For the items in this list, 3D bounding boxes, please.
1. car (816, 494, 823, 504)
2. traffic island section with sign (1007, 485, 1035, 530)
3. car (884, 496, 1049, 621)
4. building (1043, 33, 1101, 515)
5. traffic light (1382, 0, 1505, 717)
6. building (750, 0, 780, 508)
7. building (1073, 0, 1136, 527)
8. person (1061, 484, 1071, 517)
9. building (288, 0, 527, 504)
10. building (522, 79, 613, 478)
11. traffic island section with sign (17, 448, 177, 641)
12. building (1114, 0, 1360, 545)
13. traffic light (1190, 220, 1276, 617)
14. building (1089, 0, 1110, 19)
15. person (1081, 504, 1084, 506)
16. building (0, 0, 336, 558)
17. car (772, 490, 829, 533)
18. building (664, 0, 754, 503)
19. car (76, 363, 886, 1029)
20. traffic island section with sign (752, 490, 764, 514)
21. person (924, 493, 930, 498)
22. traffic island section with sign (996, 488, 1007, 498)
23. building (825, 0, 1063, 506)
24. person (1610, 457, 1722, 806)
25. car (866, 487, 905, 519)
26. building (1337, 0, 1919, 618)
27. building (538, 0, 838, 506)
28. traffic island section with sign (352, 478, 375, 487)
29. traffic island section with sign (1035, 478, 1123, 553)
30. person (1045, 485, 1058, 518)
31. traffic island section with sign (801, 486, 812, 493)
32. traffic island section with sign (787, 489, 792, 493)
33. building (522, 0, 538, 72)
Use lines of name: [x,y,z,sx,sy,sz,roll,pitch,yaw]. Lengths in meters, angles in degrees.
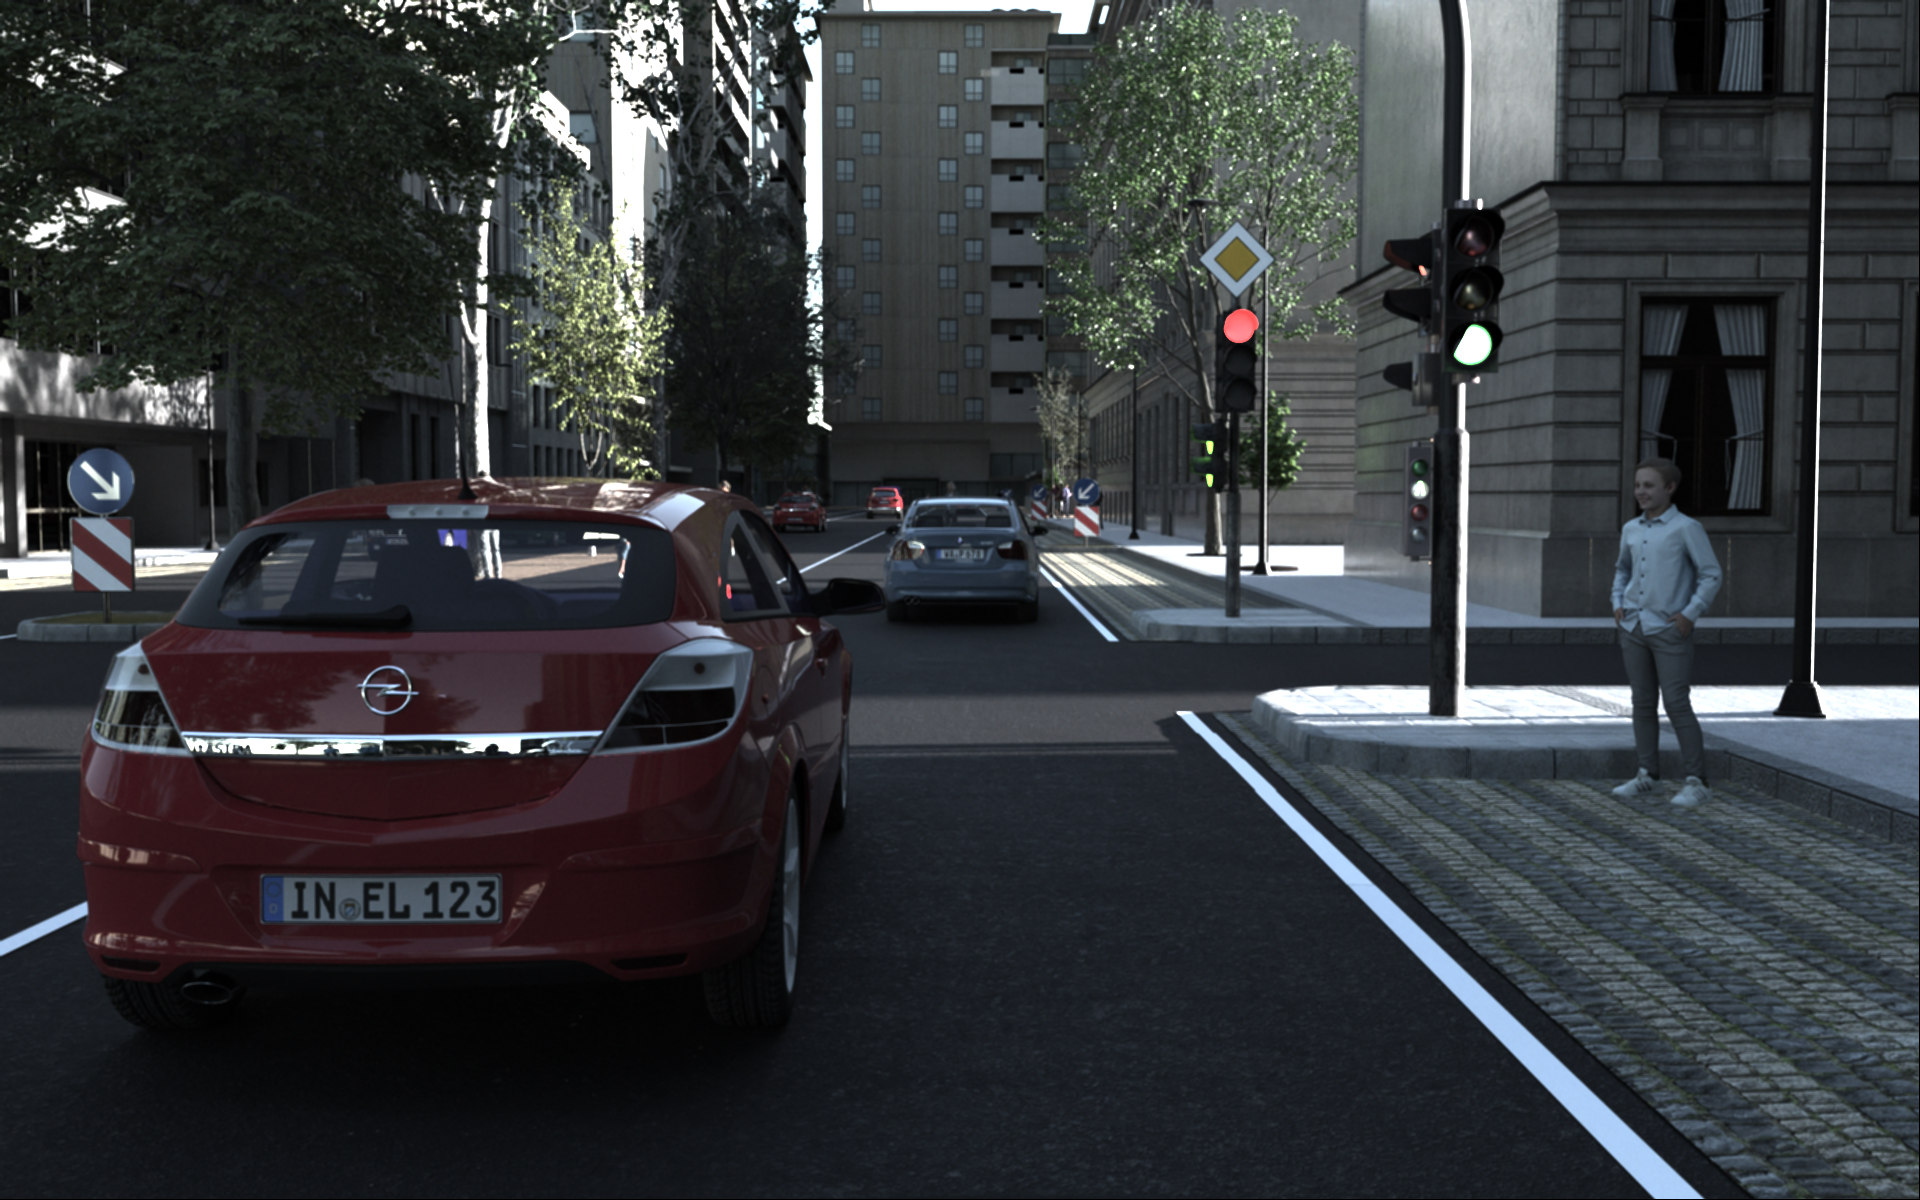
car: [-10.518,-6.646,120.465,2.131,1.459,4.920,0,4,1]
traffic island section with sign: [3.032,-3.731,69.629,1.989,1.847,2.006,0,4,0]
car: [0.067,-0.541,20.848,2.014,1.417,4.499,0,4,2]
building: [12.349,-20.851,112.610,14.160,30.474,14.107,0,4,0]
traffic light: [0.710,-2.151,9.841,4.771,5.953,1.251,0,4,0]
building: [-32.250,-32.884,157.257,30.456,49.044,23.786,0,4,0]
building: [14.012,-14.979,78.196,16.112,22.955,30.059,0,4,0]
person: [5.910,-5.491,95.682,0.709,1.838,0.599,3,5,43]
building: [-23.339,-14.719,58.683,12.078,24.808,19.932,0,4,0]
building: [-22.710,-13.686,78.520,10.420,20.320,16.860,0,4,0]
traffic island section with sign: [-8.483,-0.589,17.771,2.006,1.907,1.989,0,4,0]
building: [11.344,-13.242,52.657,11.583,22.565,21.152,0,4,0]
traffic light: [2.827,-1.776,17.961,0.839,4.253,0.868,0,4,0]
building: [21.694,-26.895,131.622,32.217,40.220,23.993,0,4,0]
person: [7.143,-5.740,100.423,0.617,1.759,0.750,1,4,14]
building: [-24.576,-13.123,33.624,14.314,24.678,30.058,0,4,0]
car: [-6.051,-3.451,65.460,2.155,1.783,4.494,0,4,-1]
building: [-27.688,-31.015,130.791,21.300,48.544,21.600,0,4,0]
car: [-1.353,0.178,6.134,2.155,1.783,4.494,0,4,-1]
traffic island section with sign: [-14.640,-6.824,120.206,1.989,1.847,2.006,0,4,0]
person: [-1.694,-4.830,90.067,0.523,1.515,0.503,-3,4,-38]
traffic island section with sign: [3.263,-8.450,146.784,1.989,1.847,2.006,0,4,0]
building: [-1.175,-36.785,190.666,27.495,52.752,28.713,0,4,0]
person: [3.276,0.133,8.144,0.330,1.601,0.589,-1,4,-21]
car: [-4.363,-5.618,100.526,2.281,1.827,5.304,0,4,-1]
building: [15.110,-9.629,22.060,19.286,19.102,10.561,0,4,0]
building: [-28.692,-36.814,191.143,27.495,52.752,28.713,0,4,0]
traffic island section with sign: [-14.875,-2.090,42.801,1.989,1.847,2.006,0,4,0]
traffic island section with sign: [2.948,-2.082,42.674,1.989,1.847,2.006,0,4,0]
person: [5.074,-5.379,94.534,0.990,1.755,0.434,1,4,22]
traffic island section with sign: [-8.262,-5.185,92.909,2.006,1.907,1.989,0,4,0]
traffic island section with sign: [-14.545,-8.473,147.161,1.989,1.847,2.006,0,4,0]
building: [-32.117,-31.616,106.162,28.713,52.752,27.495,0,4,0]
